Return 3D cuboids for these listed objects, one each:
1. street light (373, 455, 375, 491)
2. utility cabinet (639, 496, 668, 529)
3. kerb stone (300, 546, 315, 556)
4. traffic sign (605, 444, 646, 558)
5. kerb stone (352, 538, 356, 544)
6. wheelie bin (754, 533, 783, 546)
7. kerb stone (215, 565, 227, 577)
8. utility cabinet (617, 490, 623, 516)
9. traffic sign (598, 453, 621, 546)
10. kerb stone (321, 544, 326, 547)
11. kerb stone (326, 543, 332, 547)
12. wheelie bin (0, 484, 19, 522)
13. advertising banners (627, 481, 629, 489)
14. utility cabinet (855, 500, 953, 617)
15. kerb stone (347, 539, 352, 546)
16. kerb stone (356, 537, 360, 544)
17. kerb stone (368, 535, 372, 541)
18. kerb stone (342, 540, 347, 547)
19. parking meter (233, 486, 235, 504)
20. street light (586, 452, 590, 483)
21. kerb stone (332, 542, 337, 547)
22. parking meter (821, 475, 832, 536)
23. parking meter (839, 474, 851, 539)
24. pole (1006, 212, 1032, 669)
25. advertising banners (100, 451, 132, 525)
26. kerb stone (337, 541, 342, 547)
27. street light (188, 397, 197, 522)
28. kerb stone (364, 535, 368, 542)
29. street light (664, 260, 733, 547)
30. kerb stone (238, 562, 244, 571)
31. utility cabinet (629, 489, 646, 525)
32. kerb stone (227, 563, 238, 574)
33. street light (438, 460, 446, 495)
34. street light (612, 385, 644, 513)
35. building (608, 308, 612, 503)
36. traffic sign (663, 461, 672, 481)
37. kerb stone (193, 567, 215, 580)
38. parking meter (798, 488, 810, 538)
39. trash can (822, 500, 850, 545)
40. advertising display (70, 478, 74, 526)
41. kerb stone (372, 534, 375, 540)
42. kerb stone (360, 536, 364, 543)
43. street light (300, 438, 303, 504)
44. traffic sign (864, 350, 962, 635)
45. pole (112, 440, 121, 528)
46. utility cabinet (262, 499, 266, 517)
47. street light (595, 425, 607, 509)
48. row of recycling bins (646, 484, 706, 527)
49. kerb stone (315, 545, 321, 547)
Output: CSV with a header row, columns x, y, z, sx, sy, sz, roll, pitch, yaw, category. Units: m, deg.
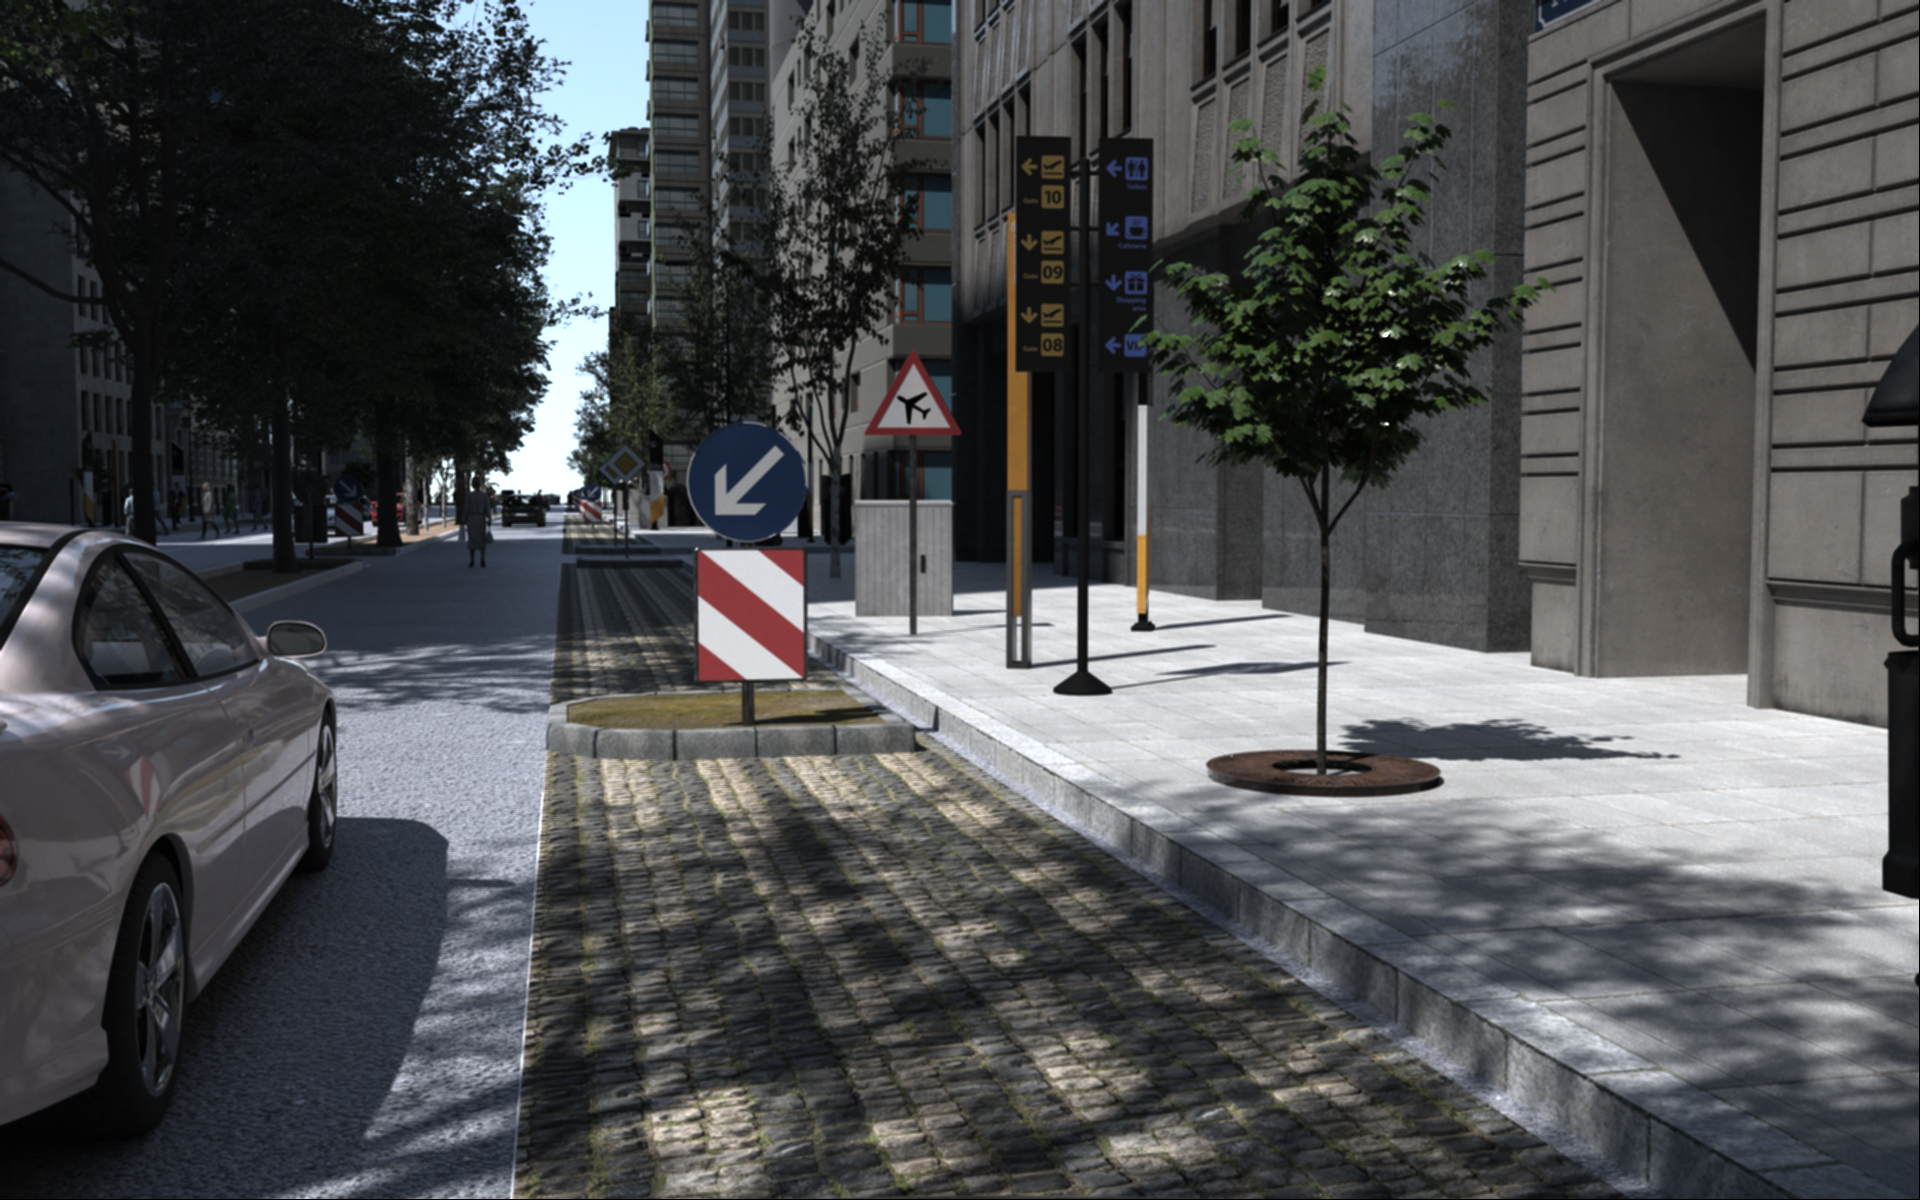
x,y,z,sx,sy,sz,roll,pitch,yaw,category
-52.109,-11.195,155.585,1.470,5.913,1.316,-1,4,-13,street light
-11.352,-3.242,64.169,1.020,1.237,0.306,-1,4,-22,utility cabinet
-15.322,-1.126,40.598,0.120,0.150,1.000,-1,4,-13,kerb stone
-6.663,-1.891,34.563,0.795,2.450,0.064,-1,4,-13,traffic sign
-17.155,-1.615,48.602,0.120,0.150,1.000,-1,4,-13,kerb stone
-4.807,-2.140,42.904,0.693,1.594,0.980,1,4,17,wheelie bin
-12.926,-0.479,30.057,0.120,0.150,1.000,-1,4,-13,kerb stone
-19.314,-5.488,98.403,0.318,1.500,1.173,-1,4,-13,utility cabinet
-8.435,-2.367,42.349,0.795,2.450,0.064,-1,4,-13,traffic sign
-15.783,-1.248,42.599,0.120,0.150,1.000,-1,4,-13,kerb stone
-16.005,-1.309,43.607,0.120,0.150,1.000,-1,4,-13,kerb stone
-29.117,-2.735,52.620,0.980,1.594,0.693,-1,4,-17,wheelie bin
-17.460,-5.862,92.027,0.090,3.025,2.074,-2,4,-24,advertising banners
-0.590,-0.433,18.235,1.020,1.237,0.306,0,4,-5,utility cabinet
-16.911,-1.552,47.600,0.120,0.150,1.000,-1,4,-13,kerb stone
-17.371,-1.675,49.606,0.120,0.150,1.000,-1,4,-13,kerb stone
-18.059,-1.860,52.606,0.120,0.150,1.000,-1,4,-13,kerb stone
-16.694,-1.493,46.601,0.120,0.150,1.000,-1,4,-13,kerb stone
-43.280,-5.944,102.889,0.255,1.863,0.399,3,5,43,parking meter
-30.877,-10.718,147.783,1.470,5.913,1.316,-1,4,-13,street light
-16.236,-1.366,44.609,0.120,0.150,1.000,-1,4,-13,kerb stone
-4.112,-2.928,53.578,0.255,1.863,0.399,2,4,29,parking meter
-3.320,-2.671,49.388,0.399,1.863,0.255,2,4,24,parking meter
0.436,-1.153,12.687,0.158,3.312,0.155,0,3,0,pole
-34.334,-4.561,70.763,2.074,3.025,0.090,1,4,21,advertising banners
-16.468,-1.428,45.604,0.120,0.150,1.000,-1,4,-13,kerb stone
-35.014,-6.579,80.100,1.470,5.913,1.316,-1,4,-13,street light
-17.827,-1.799,51.604,0.120,0.150,1.000,-1,4,-13,kerb stone
-5.173,-3.797,34.629,1.470,5.913,1.316,-1,4,-13,street light
-13.384,-0.602,32.050,0.120,0.150,1.000,-1,4,-13,kerb stone
-13.139,-3.869,71.931,1.173,1.500,0.318,0,4,0,utility cabinet
-13.143,-0.539,31.056,0.120,0.150,1.000,-1,4,-13,kerb stone
-70.444,-16.104,235.842,1.470,5.913,1.316,-1,4,-13,street light
-14.053,-6.189,73.725,1.470,5.913,1.316,-1,4,-13,street light
-46.929,-30.297,267.057,14.160,30.474,14.107,-1,4,-13,building
-11.374,-4.036,66.093,0.768,2.556,0.104,0,4,-7,traffic sign
-12.697,-0.419,29.054,0.120,0.150,1.000,-1,4,-13,kerb stone
-4.597,-2.606,51.024,0.372,1.533,0.369,0,3,0,parking meter
-3.135,-1.972,43.900,0.748,1.137,0.748,0,3,0,trash can
-35.459,-3.912,69.172,0.123,1.923,0.974,-2,4,-27,advertising display
-18.291,-1.921,53.602,0.120,0.150,1.000,-1,4,-13,kerb stone
-17.602,-1.736,50.607,0.120,0.150,1.000,-1,4,-13,kerb stone
-42.594,-8.620,113.477,1.470,5.913,1.316,-1,4,-13,street light
-0.427,-0.962,15.727,0.884,2.594,0.081,0,4,-8,traffic sign
-31.809,-4.372,65.326,0.158,3.312,0.155,0,3,0,pole
-39.297,-5.421,97.314,0.318,1.500,1.173,-2,4,-35,utility cabinet
-23.591,-8.743,115.492,1.470,5.913,1.316,-1,4,-13,street light
-10.691,-3.740,68.268,3.534,1.692,1.069,-3,4,-38,row of recycling bins
-15.548,-1.187,41.604,0.120,0.150,1.000,-1,4,-13,kerb stone
